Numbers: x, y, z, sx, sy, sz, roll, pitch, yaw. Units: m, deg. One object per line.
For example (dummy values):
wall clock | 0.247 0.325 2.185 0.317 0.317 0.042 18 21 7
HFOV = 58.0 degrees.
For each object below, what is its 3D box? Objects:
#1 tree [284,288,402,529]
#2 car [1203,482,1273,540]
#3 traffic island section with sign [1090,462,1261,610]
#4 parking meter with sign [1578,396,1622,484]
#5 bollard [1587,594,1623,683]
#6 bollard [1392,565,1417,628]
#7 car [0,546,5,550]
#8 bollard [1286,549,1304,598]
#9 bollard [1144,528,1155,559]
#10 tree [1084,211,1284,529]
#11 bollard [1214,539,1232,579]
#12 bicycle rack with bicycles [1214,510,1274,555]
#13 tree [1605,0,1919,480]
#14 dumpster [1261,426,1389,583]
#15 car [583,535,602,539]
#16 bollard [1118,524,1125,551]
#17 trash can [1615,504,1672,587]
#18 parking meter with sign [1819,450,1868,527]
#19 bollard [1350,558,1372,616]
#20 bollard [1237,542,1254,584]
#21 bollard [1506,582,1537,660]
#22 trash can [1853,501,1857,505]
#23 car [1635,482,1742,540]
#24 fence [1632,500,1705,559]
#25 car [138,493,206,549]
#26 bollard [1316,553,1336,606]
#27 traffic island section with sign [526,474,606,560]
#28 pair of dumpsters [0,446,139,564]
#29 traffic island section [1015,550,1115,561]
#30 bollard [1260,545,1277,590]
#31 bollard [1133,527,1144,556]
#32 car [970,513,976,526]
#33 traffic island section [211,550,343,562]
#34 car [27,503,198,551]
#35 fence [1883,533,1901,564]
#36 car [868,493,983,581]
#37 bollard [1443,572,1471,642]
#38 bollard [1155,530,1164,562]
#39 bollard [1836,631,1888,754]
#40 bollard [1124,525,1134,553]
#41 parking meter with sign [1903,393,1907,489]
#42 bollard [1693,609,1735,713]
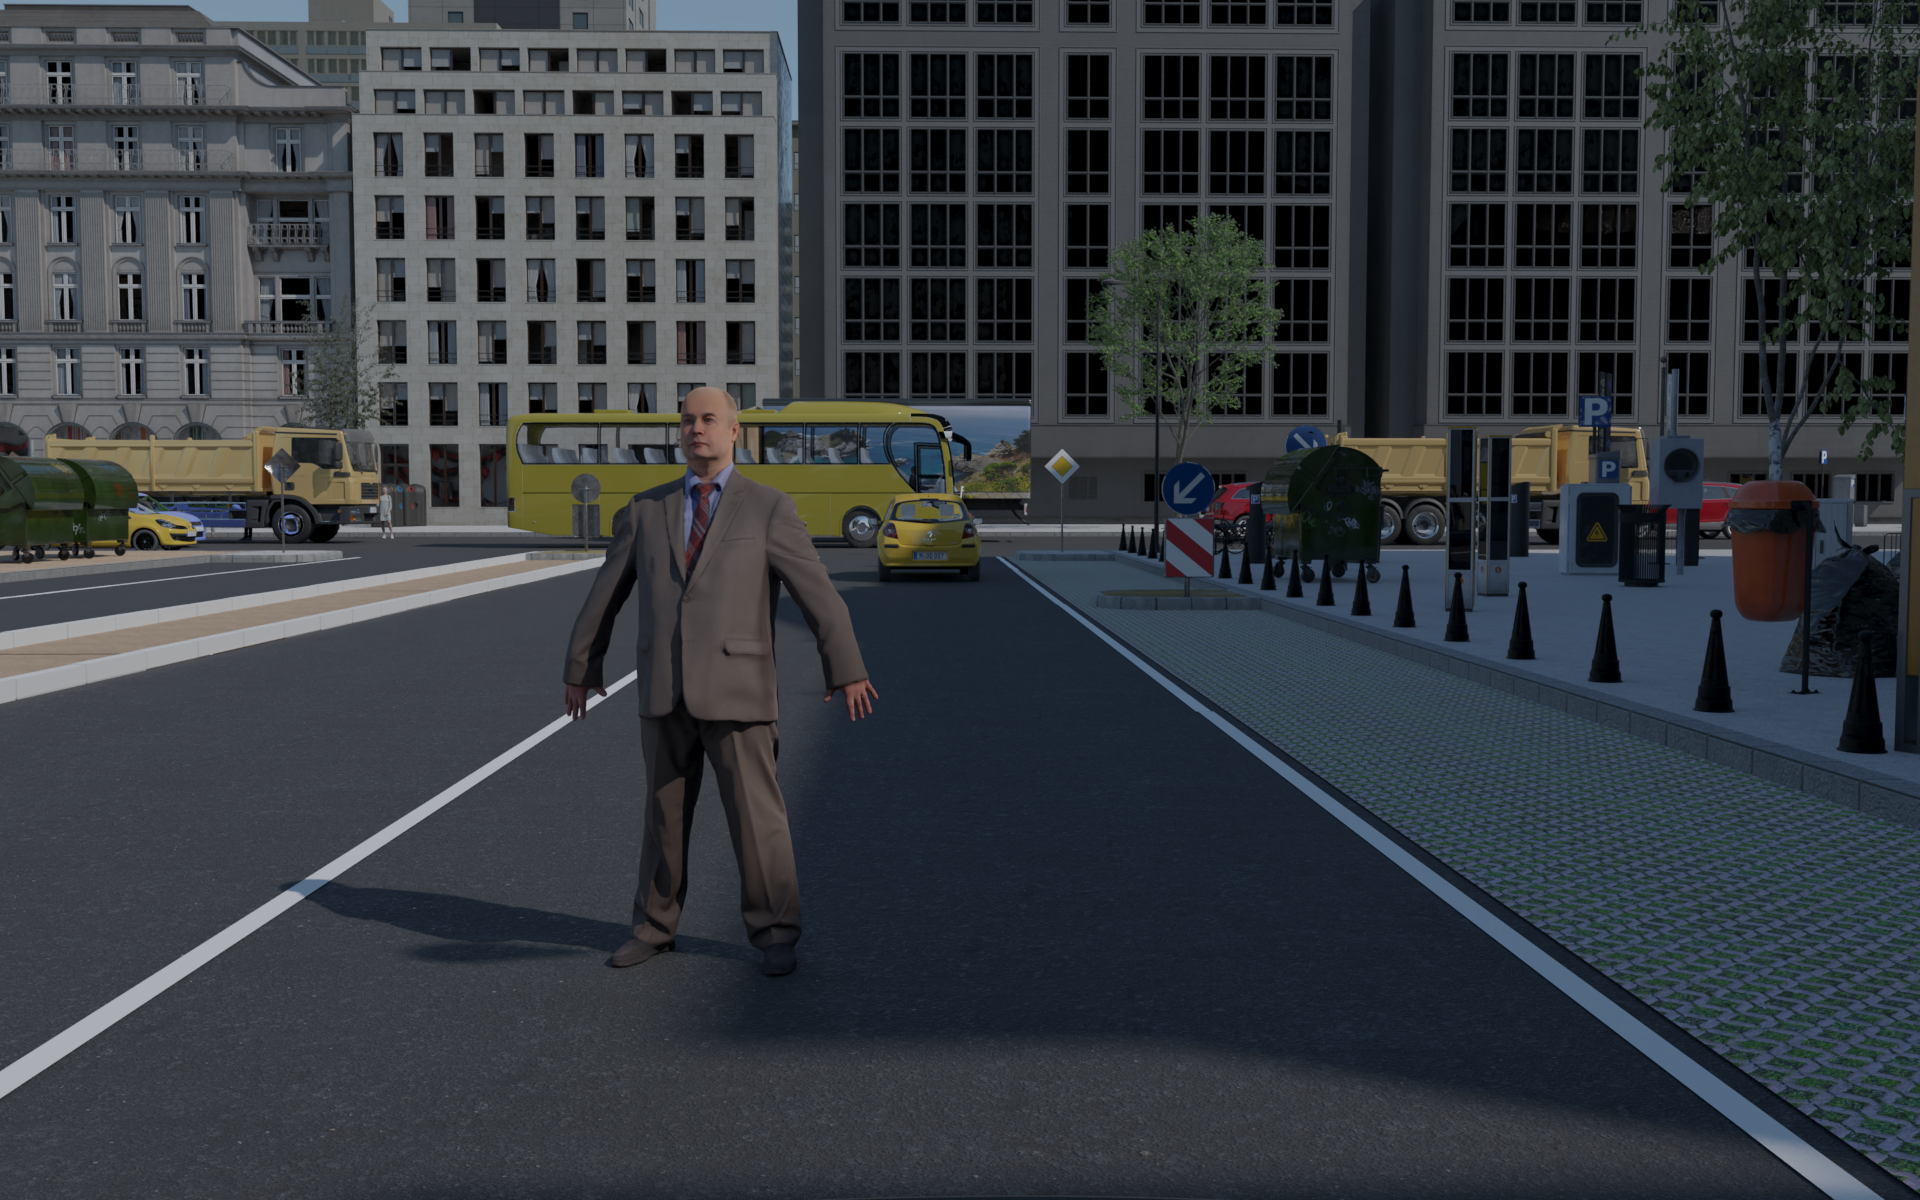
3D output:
tree | -22.495 -6.875 62.761 4.360 8.622 3.978 0 3 0
car | 10.161 -2.734 53.369 5.304 1.827 2.281 0 4 -1
traffic island section with sign | 2.699 -0.829 22.184 1.989 1.847 2.006 0 4 -1
parking meter with sign | 11.184 -2.071 30.130 0.543 3.016 1.738 1 4 9
bollard | 4.417 0.257 11.841 0.229 0.601 0.229 0 3 0
bollard | 4.293 -0.041 16.707 0.229 0.601 0.229 0 3 0
car | -25.889 -2.067 43.392 3.694 1.707 1.945 0 4 -2
bollard | 4.164 -0.335 21.523 0.229 0.601 0.229 0 3 0
bollard | 3.830 -1.123 34.397 0.229 0.601 0.229 0 3 0
tree | 8.152 -8.417 63.379 9.928 11.665 9.643 0 3 0
bollard | 4.038 -0.630 26.348 0.229 0.601 0.229 0 3 0
bicycle rack with bicycles | 6.307 -1.477 37.524 2.925 0.926 2.852 -1 4 -8
tree | 8.596 -4.115 17.642 4.737 8.622 4.395 0 3 0
dumpster | 5.392 -1.416 25.653 1.502 2.255 1.985 0 4 -2
car | -10.717 -2.845 56.295 4.222 1.686 2.009 0 4 -1
bollard | 3.700 -1.418 39.222 0.229 0.601 0.229 0 3 0
trash can | 9.467 -0.757 24.032 0.748 1.137 0.748 0 3 0
parking meter with sign | 34.808 -4.400 68.206 0.543 3.016 1.738 -3 5 -40
bollard | 4.246 -0.139 18.312 0.229 0.601 0.229 0 3 0
bollard | 4.082 -0.532 24.742 0.229 0.601 0.229 0 3 0
bollard | 4.374 0.156 13.483 0.229 0.601 0.229 0 3 0
trash can | 67.077 -7.243 130.078 0.748 1.137 0.748 0 3 0
car | 22.821 -2.843 55.151 5.304 1.827 2.281 0 4 -3
fence | 13.842 -1.453 34.959 0.480 1.192 2.264 -3 5 -40
car | -22.178 -2.244 46.281 3.694 1.707 1.945 0 4 -3
bollard | 4.210 -0.237 19.917 0.229 0.601 0.229 0 3 0
traffic island section with sign | -8.361 -1.836 38.160 2.006 1.907 1.989 0 4 -1
pair of dumpsters | -17.718 -1.911 33.732 1.574 2.255 4.437 0 4 -2
traffic island section | 2.269 -0.974 38.199 2.009 0.180 2.903 0 4 -1
bollard | 4.123 -0.434 23.137 0.229 0.601 0.229 0 3 0
bollard | 3.789 -1.221 36.005 0.229 0.601 0.229 0 3 0
car | -1.696 -2.857 55.749 4.494 1.783 2.155 0 4 -2
traffic island section | -14.767 -0.947 37.759 2.009 0.180 2.903 0 4 -1
car | -20.840 -1.970 42.441 3.980 1.641 2.015 0 4 -2
fence | 14.870 -0.653 26.059 0.278 0.683 2.069 -2 4 -32
car | -0.579 -1.201 29.864 2.015 1.641 3.980 0 4 -3
bollard | 4.338 0.058 15.101 0.229 0.601 0.229 0 3 0
bollard | 3.868 -1.024 32.789 0.229 0.601 0.229 0 3 0
bollard | 4.504 0.453 8.631 0.229 0.601 0.229 0 3 0
bollard | 3.745 -1.319 37.610 0.229 0.601 0.229 0 3 0
parking meter with sign | 17.126 -2.042 29.652 1.738 3.016 0.543 2 4 26
bollard | 4.463 0.355 10.236 0.229 0.601 0.229 0 3 0
